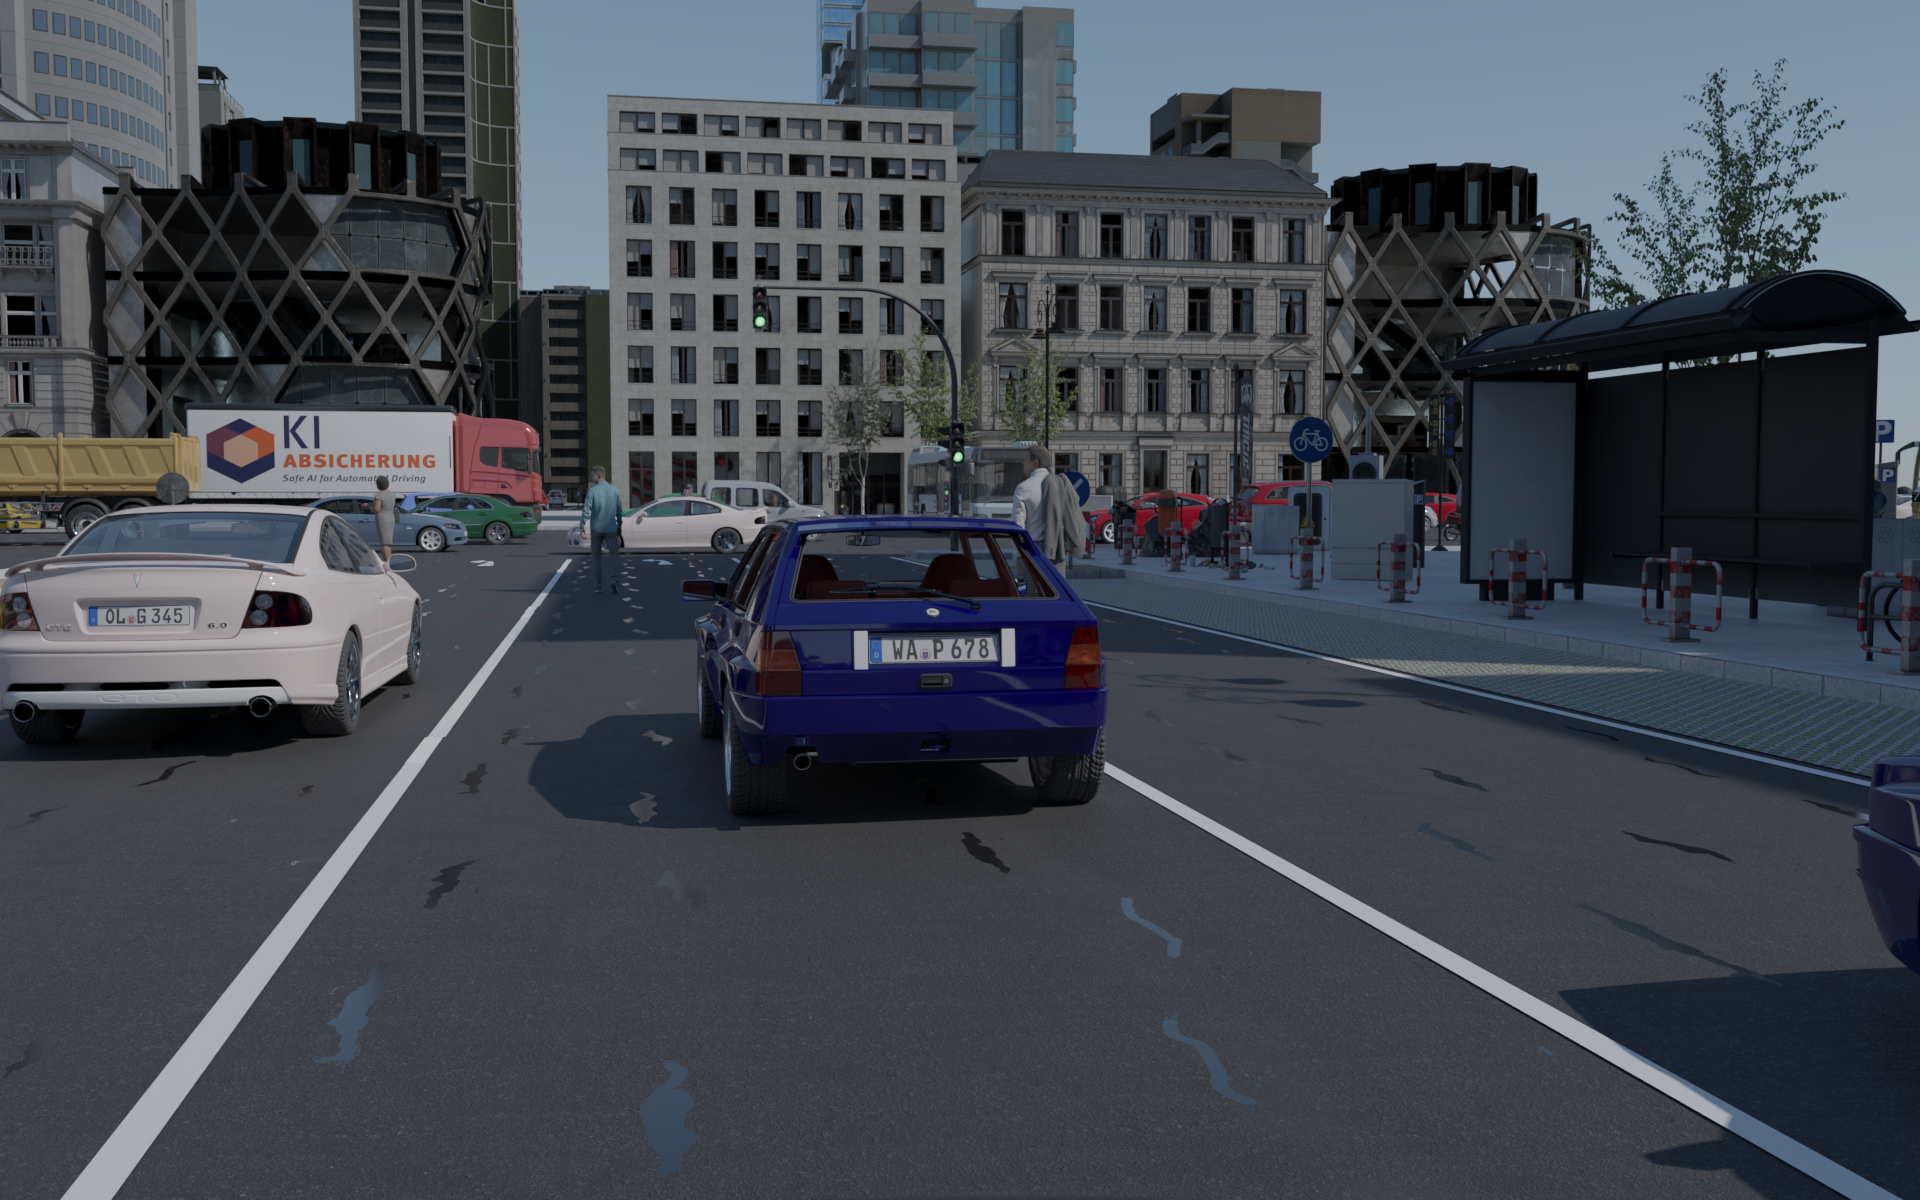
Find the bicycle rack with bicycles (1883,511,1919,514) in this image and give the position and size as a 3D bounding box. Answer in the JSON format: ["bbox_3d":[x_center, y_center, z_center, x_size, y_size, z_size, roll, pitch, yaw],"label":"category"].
[{"bbox_3d":[19.284,-1.389,36.085,2.852,0.926,2.925,3,4,37],"label":"bicycle rack with bicycles"}]

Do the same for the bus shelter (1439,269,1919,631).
[{"bbox_3d":[7.274,-1.494,18.354,2.014,3.302,5.546,-1,4,-11],"label":"bus shelter"}]

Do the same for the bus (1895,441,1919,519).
[{"bbox_3d":[35.342,-3.811,53.859,12.252,3.916,2.896,-1,4,-13],"label":"bus"}]

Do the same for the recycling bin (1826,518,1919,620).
[{"bbox_3d":[9.534,-0.331,17.971,0.722,1.027,0.722,0,4,-6],"label":"recycling bin"}]

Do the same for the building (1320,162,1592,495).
[{"bbox_3d":[26.114,-14.090,97.823,16.811,18.784,16.820,-1,4,-11],"label":"building"}]

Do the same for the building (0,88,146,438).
[{"bbox_3d":[-51.945,-14.617,80.792,24.055,21.916,13.314,-1,4,-11],"label":"building"}]

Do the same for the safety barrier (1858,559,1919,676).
[{"bbox_3d":[6.788,0.120,12.308,0.300,0.817,1.120,-1,4,-11],"label":"safety barrier"}]

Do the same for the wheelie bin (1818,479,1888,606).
[{"bbox_3d":[10.210,-0.733,19.896,0.693,1.594,0.980,3,5,40],"label":"wheelie bin"}]

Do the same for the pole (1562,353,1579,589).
[{"bbox_3d":[8.258,-1.805,23.363,0.158,3.312,0.155,0,3,0],"label":"pole"}]

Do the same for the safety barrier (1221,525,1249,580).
[{"bbox_3d":[4.110,-0.712,25.918,0.300,0.817,1.120,-1,4,-11],"label":"safety barrier"}]

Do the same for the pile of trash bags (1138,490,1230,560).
[{"bbox_3d":[4.520,-1.564,35.318,1.912,1.369,3.447,1,4,17],"label":"pile of trash bags"}]

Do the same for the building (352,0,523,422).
[{"bbox_3d":[-72.178,-49.150,241.857,20.611,71.187,20.563,-1,4,-11],"label":"building"}]

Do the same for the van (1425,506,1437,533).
[{"bbox_3d":[15.421,-3.456,63.511,4.112,2.044,2.013,-1,4,-12],"label":"van"}]

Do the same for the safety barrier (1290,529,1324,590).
[{"bbox_3d":[4.643,-0.546,23.196,0.300,0.817,1.120,-1,4,-11],"label":"safety barrier"}]

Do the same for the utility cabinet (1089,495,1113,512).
[{"bbox_3d":[6.257,-4.026,76.993,1.020,1.237,0.306,1,4,17],"label":"utility cabinet"}]

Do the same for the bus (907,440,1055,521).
[{"bbox_3d":[0.520,-4.079,61.544,2.948,3.499,13.247,-1,4,-12],"label":"bus"}]

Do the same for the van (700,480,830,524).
[{"bbox_3d":[-5.913,-2.799,52.775,4.112,2.044,2.013,-1,4,-12],"label":"van"}]

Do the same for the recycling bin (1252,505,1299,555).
[{"bbox_3d":[6.733,-1.491,36.929,0.722,1.027,0.722,-3,4,-39],"label":"recycling bin"}]

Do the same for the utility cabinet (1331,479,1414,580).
[{"bbox_3d":[6.123,-1.042,25.714,1.173,1.500,0.318,3,5,39],"label":"utility cabinet"}]

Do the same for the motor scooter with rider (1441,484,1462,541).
[{"bbox_3d":[15.691,-2.704,53.169,1.986,1.779,0.876,-1,4,-13],"label":"motor scooter with rider"}]

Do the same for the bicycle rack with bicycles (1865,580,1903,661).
[{"bbox_3d":[8.209,0.021,13.042,2.852,0.926,2.925,-1,4,-23],"label":"bicycle rack with bicycles"}]

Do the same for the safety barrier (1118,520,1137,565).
[{"bbox_3d":[3.034,-1.045,31.363,0.300,0.817,1.120,-1,4,-11],"label":"safety barrier"}]

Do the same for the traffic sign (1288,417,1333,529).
[{"bbox_3d":[5.762,-1.741,28.573,0.768,2.556,0.104,-1,4,-9],"label":"traffic sign"}]

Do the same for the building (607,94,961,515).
[{"bbox_3d":[-9.199,-14.266,87.999,16.860,20.320,10.420,-1,4,-11],"label":"building"}]

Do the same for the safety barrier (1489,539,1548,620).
[{"bbox_3d":[5.714,-0.213,17.753,0.300,0.817,1.120,-1,4,-11],"label":"safety barrier"}]

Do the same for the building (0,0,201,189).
[{"bbox_3d":[-74.054,-36.321,135.844,21.231,58.520,28.212,-1,4,-11],"label":"building"}]

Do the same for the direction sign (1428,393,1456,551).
[{"bbox_3d":[10.850,-2.879,39.076,0.379,3.537,0.876,-2,4,-23],"label":"direction sign"}]

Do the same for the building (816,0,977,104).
[{"bbox_3d":[-8.848,-57.571,253.954,31.000,86.520,22.319,-1,4,-11],"label":"building"}]

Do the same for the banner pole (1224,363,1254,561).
[{"bbox_3d":[5.346,-2.621,32.868,0.401,3.779,0.863,-1,4,-21],"label":"banner pole"}]

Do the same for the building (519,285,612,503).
[{"bbox_3d":[-54.386,-28.842,243.262,14.107,30.474,14.160,-1,4,-11],"label":"building"}]

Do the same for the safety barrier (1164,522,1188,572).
[{"bbox_3d":[3.569,-0.879,28.642,0.300,0.817,1.120,-1,4,-11],"label":"safety barrier"}]

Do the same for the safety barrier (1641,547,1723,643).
[{"bbox_3d":[6.252,-0.046,15.030,0.300,0.817,1.120,-1,4,-11],"label":"safety barrier"}]

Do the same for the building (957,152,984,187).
[{"bbox_3d":[-1.170,-23.161,150.386,14.160,30.474,14.107,-1,4,-11],"label":"building"}]

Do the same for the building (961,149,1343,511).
[{"bbox_3d":[8.945,-13.882,91.595,19.286,19.102,10.561,-1,4,-11],"label":"building"}]

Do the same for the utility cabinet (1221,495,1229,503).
[{"bbox_3d":[12.863,-4.456,84.021,0.306,1.237,1.020,1,4,14],"label":"utility cabinet"}]

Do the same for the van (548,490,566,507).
[{"bbox_3d":[-43.540,-10.988,186.667,2.013,2.044,4.112,-1,4,-12],"label":"van"}]

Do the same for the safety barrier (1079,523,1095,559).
[{"bbox_3d":[2.496,-1.212,34.086,0.300,0.817,1.120,-1,4,-11],"label":"safety barrier"}]

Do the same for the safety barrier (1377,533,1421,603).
[{"bbox_3d":[5.179,-0.379,20.475,0.300,0.817,1.120,-1,4,-11],"label":"safety barrier"}]

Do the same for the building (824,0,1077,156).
[{"bbox_3d":[-1.582,-33.874,173.444,23.786,49.044,30.456,-1,4,-11],"label":"building"}]

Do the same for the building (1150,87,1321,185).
[{"bbox_3d":[29.416,-32.909,188.168,14.200,45.320,14.600,-1,4,-11],"label":"building"}]

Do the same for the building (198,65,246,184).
[{"bbox_3d":[-76.603,-29.569,167.051,14.086,41.232,14.154,-1,4,-11],"label":"building"}]

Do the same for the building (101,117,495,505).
[{"bbox_3d":[-31.976,-13.413,86.757,16.811,18.784,16.820,-1,4,-11],"label":"building"}]
